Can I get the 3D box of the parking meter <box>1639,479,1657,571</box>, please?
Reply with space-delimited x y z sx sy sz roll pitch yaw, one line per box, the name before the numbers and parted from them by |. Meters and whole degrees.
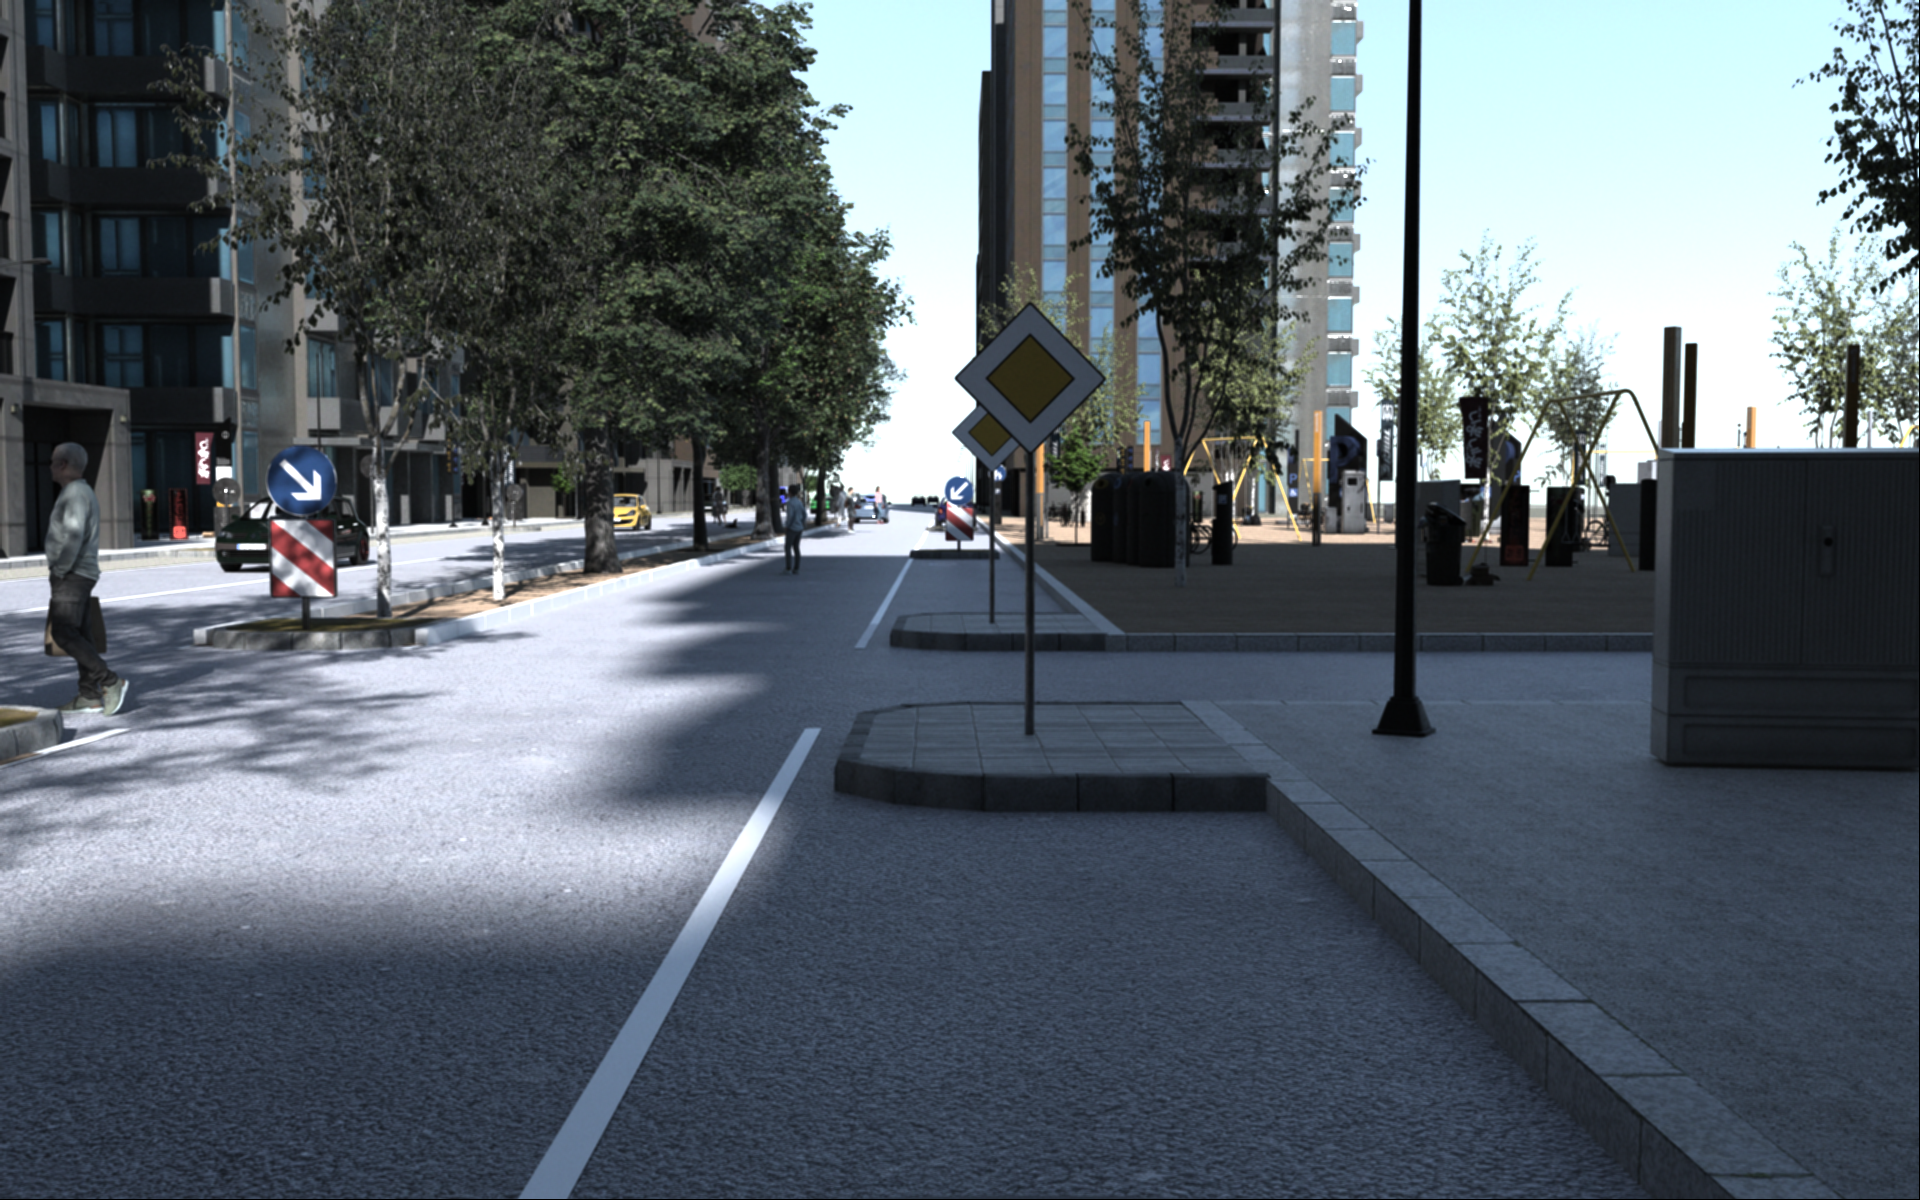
parking meter | 11.633 -1.267 29.122 0.372 1.533 0.369 0 3 0

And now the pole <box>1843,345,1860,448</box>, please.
pole | 12.211 -1.831 23.778 0.158 3.312 0.155 0 3 0

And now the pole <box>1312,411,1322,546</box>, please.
pole | 8.781 -2.979 42.553 0.158 3.312 0.155 0 3 0

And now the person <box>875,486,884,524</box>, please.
person | -3.894 -4.572 83.265 0.388 1.821 0.555 1 4 22

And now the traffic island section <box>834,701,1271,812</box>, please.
traffic island section | 0.392 0.797 9.252 2.009 0.180 2.903 0 4 0

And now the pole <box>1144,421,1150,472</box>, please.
pole | 5.237 -3.343 48.499 0.158 3.312 0.155 0 3 0

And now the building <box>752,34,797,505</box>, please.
building | -32.443 -41.354 218.136 21.231 58.520 28.212 0 4 0

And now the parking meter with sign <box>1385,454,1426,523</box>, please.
parking meter with sign | 19.675 -4.919 76.693 1.738 3.016 0.543 2 4 33

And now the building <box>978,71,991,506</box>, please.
building | 12.852 -34.697 190.996 21.300 48.544 21.600 0 4 0

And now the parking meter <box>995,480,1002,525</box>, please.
parking meter | 1.530 -4.081 72.437 0.399 1.863 0.255 -1 4 -13

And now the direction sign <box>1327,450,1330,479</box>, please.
direction sign | 19.148 -5.972 89.632 0.379 3.537 0.876 0 4 -5

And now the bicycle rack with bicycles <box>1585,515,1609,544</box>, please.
bicycle rack with bicycles | 16.897 -1.792 42.677 2.925 0.926 2.852 0 4 3

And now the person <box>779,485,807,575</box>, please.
person | -2.981 -1.265 30.998 0.330 1.601 0.589 3 4 38

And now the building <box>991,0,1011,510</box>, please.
building | 13.205 -37.338 152.477 21.231 58.520 28.212 0 4 0

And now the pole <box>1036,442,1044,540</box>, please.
pole | 2.227 -3.326 48.225 0.158 3.312 0.155 0 3 0

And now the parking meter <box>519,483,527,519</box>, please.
parking meter | -22.676 -5.140 89.752 0.399 1.863 0.255 1 4 15

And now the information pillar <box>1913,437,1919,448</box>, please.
information pillar | 35.830 -4.487 64.716 0.504 3.616 0.183 0 4 -5

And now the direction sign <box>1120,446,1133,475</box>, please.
direction sign | 7.864 -5.501 81.941 0.379 3.537 0.876 -3 4 -38

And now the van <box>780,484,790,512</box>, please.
van | -15.027 -8.425 142.127 2.240 2.365 5.245 0 4 2

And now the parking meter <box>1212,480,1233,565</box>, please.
parking meter | 4.769 -1.410 31.463 0.372 1.533 0.369 0 3 0

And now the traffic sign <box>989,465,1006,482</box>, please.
traffic sign | 1.625 -4.586 75.087 0.768 2.556 0.104 0 4 5

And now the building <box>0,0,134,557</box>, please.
building | -29.608 -36.437 33.995 20.563 71.187 20.611 0 4 0

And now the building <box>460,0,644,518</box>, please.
building | -31.922 -27.607 105.993 22.147 44.769 28.867 0 4 0

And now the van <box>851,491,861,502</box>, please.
van | -14.093 -13.822 232.998 2.013 2.044 4.112 0 4 -2

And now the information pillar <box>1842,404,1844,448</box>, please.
information pillar | 22.536 -3.219 43.988 0.183 3.616 0.504 0 4 0

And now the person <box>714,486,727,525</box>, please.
person | -10.977 -4.318 79.441 0.599 1.781 0.374 2 4 24

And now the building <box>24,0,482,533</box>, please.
building | -33.178 -27.432 68.118 23.786 49.044 30.456 0 4 0

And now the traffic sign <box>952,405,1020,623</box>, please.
traffic sign | 0.315 -0.827 17.160 0.795 2.450 0.064 0 4 0

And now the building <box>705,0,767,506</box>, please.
building | -35.612 -36.733 189.824 28.713 52.752 27.495 0 4 0

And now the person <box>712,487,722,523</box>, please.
person | -11.805 -4.618 84.234 0.478 1.798 0.641 -3 4 -38

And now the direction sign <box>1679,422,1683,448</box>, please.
direction sign | 22.715 -3.842 54.806 0.379 3.537 0.876 -3 4 -38

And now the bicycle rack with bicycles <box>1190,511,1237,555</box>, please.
bicycle rack with bicycles | 4.543 -1.465 37.337 2.925 0.926 2.852 0 4 -6

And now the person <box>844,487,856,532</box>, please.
person | -4.089 -3.387 64.876 0.522 1.701 0.512 -1 4 -18

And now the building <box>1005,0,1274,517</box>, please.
building | 9.807 -27.559 100.693 14.600 45.320 14.200 0 4 0

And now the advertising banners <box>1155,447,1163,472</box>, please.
advertising banners | 7.097 -4.181 64.554 0.090 3.025 2.074 2 4 25

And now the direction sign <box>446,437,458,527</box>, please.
direction sign | -19.666 -4.594 67.115 0.379 3.537 0.876 -3 5 -44

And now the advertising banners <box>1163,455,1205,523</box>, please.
advertising banners | 9.862 -4.937 76.913 2.074 3.025 0.090 2 4 27

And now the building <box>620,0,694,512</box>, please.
building | -30.516 -42.302 129.890 20.563 71.187 20.611 0 4 0

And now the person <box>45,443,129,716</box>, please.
person | -5.775 -0.148 11.411 0.515 1.767 0.782 -2 4 -24

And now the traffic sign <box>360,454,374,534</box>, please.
traffic sign | -18.897 -3.396 55.631 0.768 2.556 0.104 0 4 2

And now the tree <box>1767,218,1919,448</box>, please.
tree | 23.925 -5.928 47.280 4.737 8.622 4.395 0 3 0

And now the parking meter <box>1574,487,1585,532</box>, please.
parking meter | 20.915 -3.066 58.548 0.372 1.533 0.369 0 3 0

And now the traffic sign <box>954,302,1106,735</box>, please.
traffic sign | 0.368 -0.338 9.175 0.795 2.450 0.064 0 4 0

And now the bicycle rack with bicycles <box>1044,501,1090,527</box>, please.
bicycle rack with bicycles | 3.823 -3.328 67.787 2.852 0.926 2.925 0 4 6

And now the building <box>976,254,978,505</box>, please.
building | 8.902 -26.767 209.342 14.160 30.474 14.107 0 4 0

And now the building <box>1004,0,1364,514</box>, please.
building | 15.165 -30.782 122.902 23.786 49.044 30.456 0 4 0

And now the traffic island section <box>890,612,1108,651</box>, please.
traffic island section | 0.338 0.308 17.237 2.009 0.180 2.903 0 4 0

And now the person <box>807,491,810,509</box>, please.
person | -14.348 -9.504 164.602 0.721 1.735 1.217 0 4 -2

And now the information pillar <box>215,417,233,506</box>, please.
information pillar | -22.238 -3.733 52.386 0.504 3.616 0.183 0 4 4

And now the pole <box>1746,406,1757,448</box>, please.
pole | 18.437 -2.849 40.423 0.158 3.312 0.155 0 3 0

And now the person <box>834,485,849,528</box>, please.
person | -4.986 -4.021 74.116 0.818 1.842 0.514 0 4 7

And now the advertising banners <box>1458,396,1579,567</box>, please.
advertising banners | 9.914 -2.117 30.802 2.074 3.025 0.090 1 4 19

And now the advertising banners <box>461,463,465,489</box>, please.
advertising banners | -26.578 -5.749 90.180 2.074 3.025 0.090 1 4 18

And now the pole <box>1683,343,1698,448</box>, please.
pole | 9.884 -1.814 23.498 0.158 3.312 0.155 0 3 0

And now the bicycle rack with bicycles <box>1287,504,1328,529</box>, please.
bicycle rack with bicycles | 13.629 -3.122 64.420 2.925 0.926 2.852 -1 4 -17

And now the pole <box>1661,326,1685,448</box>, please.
pole | 8.683 -1.673 21.195 0.158 3.312 0.155 0 3 0

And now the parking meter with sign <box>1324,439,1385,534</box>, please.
parking meter with sign | 12.502 -3.600 55.128 1.738 3.016 0.543 0 4 2

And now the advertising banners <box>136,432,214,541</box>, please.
advertising banners | -21.809 -3.182 48.216 2.074 3.025 0.090 -3 4 -39

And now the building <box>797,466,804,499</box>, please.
building | -29.211 -36.072 239.886 14.600 45.320 14.200 0 4 0

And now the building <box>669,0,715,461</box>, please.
building | -28.617 -30.456 148.065 14.600 45.320 14.200 0 4 0
